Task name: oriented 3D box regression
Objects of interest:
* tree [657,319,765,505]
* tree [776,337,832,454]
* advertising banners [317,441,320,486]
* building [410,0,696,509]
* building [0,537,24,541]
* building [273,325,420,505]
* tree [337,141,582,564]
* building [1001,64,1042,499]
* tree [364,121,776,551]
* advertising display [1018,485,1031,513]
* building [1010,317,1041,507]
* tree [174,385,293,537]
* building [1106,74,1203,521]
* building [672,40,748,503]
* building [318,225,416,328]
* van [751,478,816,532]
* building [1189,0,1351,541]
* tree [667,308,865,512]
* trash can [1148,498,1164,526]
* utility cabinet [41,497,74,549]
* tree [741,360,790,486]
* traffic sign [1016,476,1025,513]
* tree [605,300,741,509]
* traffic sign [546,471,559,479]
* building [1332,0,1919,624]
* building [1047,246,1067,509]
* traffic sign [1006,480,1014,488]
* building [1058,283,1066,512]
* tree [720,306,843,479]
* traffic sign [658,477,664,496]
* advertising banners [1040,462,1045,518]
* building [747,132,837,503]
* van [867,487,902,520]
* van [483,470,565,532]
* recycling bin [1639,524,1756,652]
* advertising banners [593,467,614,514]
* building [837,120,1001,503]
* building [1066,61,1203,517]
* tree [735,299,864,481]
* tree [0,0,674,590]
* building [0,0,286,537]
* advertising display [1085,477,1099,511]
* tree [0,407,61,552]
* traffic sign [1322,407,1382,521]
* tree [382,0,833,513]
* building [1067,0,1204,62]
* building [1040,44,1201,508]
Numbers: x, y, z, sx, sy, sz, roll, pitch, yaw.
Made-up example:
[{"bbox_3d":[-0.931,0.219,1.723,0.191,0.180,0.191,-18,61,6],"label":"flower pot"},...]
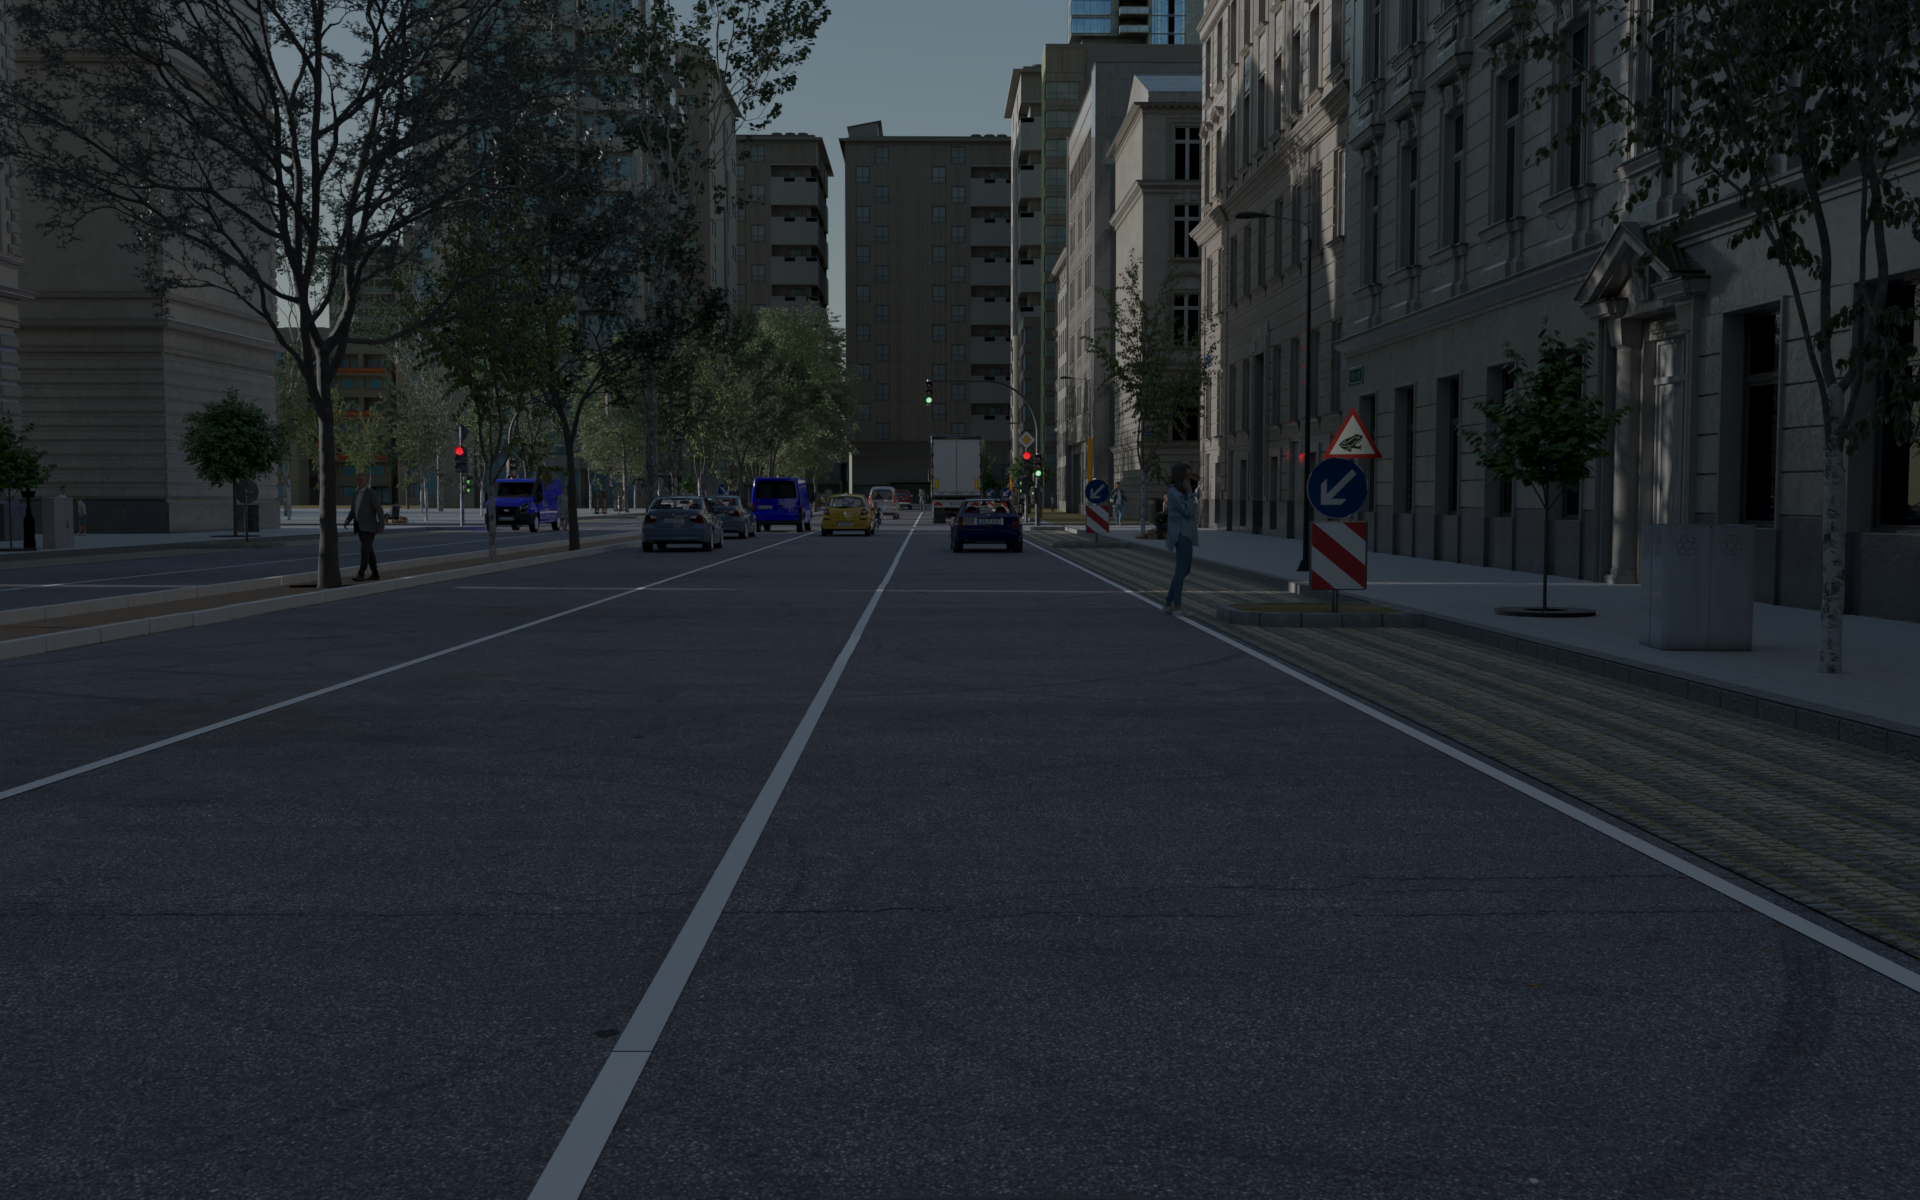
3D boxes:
[{"bbox_3d":[-10.170,-7.030,67.763,4.737,8.622,4.395,0,3,0],"label":"tree"},{"bbox_3d":[-10.113,-8.813,80.967,8.767,10.594,7.601,0,4,-1],"label":"tree"},{"bbox_3d":[-21.196,-3.775,57.909,0.090,3.025,2.074,0,4,-6],"label":"advertising banners"},{"bbox_3d":[-38.609,-33.432,166.222,23.786,49.044,30.456,0,4,-1],"label":"building"},{"bbox_3d":[-30.540,-12.798,38.126,11.050,23.489,19.941,0,4,-1],"label":"building"},{"bbox_3d":[-69.674,-22.328,210.104,28.899,21.520,27.650,0,4,-1],"label":"building"},{"bbox_3d":[-9.523,-5.024,34.968,4.737,8.622,4.395,0,3,0],"label":"tree"},{"bbox_3d":[20.214,-38.048,211.316,28.713,52.752,27.495,0,4,-1],"label":"building"},{"bbox_3d":[-9.290,-6.422,41.873,8.767,10.594,7.601,0,4,-1],"label":"tree"},{"bbox_3d":[4.412,-6.920,118.355,0.974,1.923,0.123,-2,4,-32],"label":"advertising display"},{"bbox_3d":[19.754,-20.713,183.692,27.650,21.520,28.899,0,4,-1],"label":"building"},{"bbox_3d":[-21.912,-4.178,52.026,4.285,4.588,4.351,0,3,0],"label":"tree"},{"bbox_3d":[25.357,-16.388,87.022,34.723,24.649,14.460,0,4,-1],"label":"building"},{"bbox_3d":[-41.486,-37.960,209.885,27.495,52.752,28.713,0,4,-1],"label":"building"},{"bbox_3d":[-78.241,-34.332,253.203,23.993,40.220,32.217,0,4,-1],"label":"building"},{"bbox_3d":[-6.779,-3.788,66.315,2.240,2.365,5.245,0,3,0],"label":"van"},{"bbox_3d":[14.938,-15.669,53.450,12.463,27.353,25.104,0,4,-1],"label":"building"},{"bbox_3d":[-10.334,-10.215,95.221,9.928,11.665,9.643,0,3,0],"label":"tree"},{"bbox_3d":[7.925,-3.559,69.835,0.748,1.137,0.748,0,3,0],"label":"trash can"},{"bbox_3d":[-21.272,-1.816,40.857,0.306,1.237,1.020,0,4,-4],"label":"utility cabinet"},{"bbox_3d":[-10.247,-8.213,87.094,4.360,8.622,3.978,0,3,0],"label":"tree"},{"bbox_3d":[4.279,-7.340,120.113,0.768,2.556,0.104,0,4,7],"label":"traffic sign"},{"bbox_3d":[-10.186,-6.665,61.796,4.360,8.622,3.978,0,3,0],"label":"tree"},{"bbox_3d":[-22.708,-5.886,96.334,0.768,2.556,0.104,0,4,5],"label":"traffic sign"},{"bbox_3d":[17.289,-14.828,18.853,17.030,29.872,44.131,0,4,-1],"label":"building"},{"bbox_3d":[13.322,-19.168,142.267,11.050,23.489,19.941,0,4,-1],"label":"building"},{"bbox_3d":[4.237,-8.835,144.456,0.884,2.594,0.081,0,4,6],"label":"traffic sign"},{"bbox_3d":[12.810,-16.467,123.987,10.420,20.320,16.860,0,4,-1],"label":"building"},{"bbox_3d":[-10.938,-11.217,103.974,7.486,12.596,7.792,0,3,0],"label":"tree"},{"bbox_3d":[-22.649,-7.966,130.353,0.768,2.556,0.104,0,4,2],"label":"traffic sign"},{"bbox_3d":[4.418,-5.999,94.279,0.090,3.025,2.074,1,4,13],"label":"advertising banners"},{"bbox_3d":[-30.572,-40.507,251.526,27.495,52.752,28.713,0,4,-1],"label":"building"},{"bbox_3d":[-4.324,-5.603,98.623,2.013,2.044,4.112,0,4,1],"label":"van"},{"bbox_3d":[-16.767,-3.811,66.692,2.240,2.365,5.245,0,4,1],"label":"van"},{"bbox_3d":[6.141,-0.116,14.455,0.722,1.027,0.722,0,4,6],"label":"recycling bin"},{"bbox_3d":[-22.844,-7.028,111.094,0.090,3.025,2.074,2,4,26],"label":"advertising banners"},{"bbox_3d":[-3.092,-40.574,252.619,27.495,52.752,28.713,0,4,-1],"label":"building"},{"bbox_3d":[13.217,-17.559,105.111,12.078,24.808,19.932,0,4,-1],"label":"building"},{"bbox_3d":[-10.709,-12.501,113.506,9.857,13.997,8.962,0,3,0],"label":"tree"},{"bbox_3d":[-9.578,-6.913,25.860,12.009,13.543,11.850,0,3,0],"label":"tree"},{"bbox_3d":[-34.837,-14.125,59.824,19.941,23.489,11.050,0,4,-1],"label":"building"},{"bbox_3d":[5.118,-3.785,67.104,0.123,1.923,0.974,-1,4,-23],"label":"advertising display"},{"bbox_3d":[-21.374,-2.707,38.864,1.663,3.219,1.824,0,3,0],"label":"tree"},{"bbox_3d":[5.892,-1.594,26.062,0.884,2.594,0.081,0,4,8],"label":"traffic sign"},{"bbox_3d":[-10.576,-11.897,52.867,12.611,20.169,13.585,0,3,0],"label":"tree"},{"bbox_3d":[27.015,-57.233,248.424,31.000,86.520,22.319,0,4,-1],"label":"building"},{"bbox_3d":[14.454,-29.220,161.334,14.154,41.232,14.086,0,4,-1],"label":"building"}]
